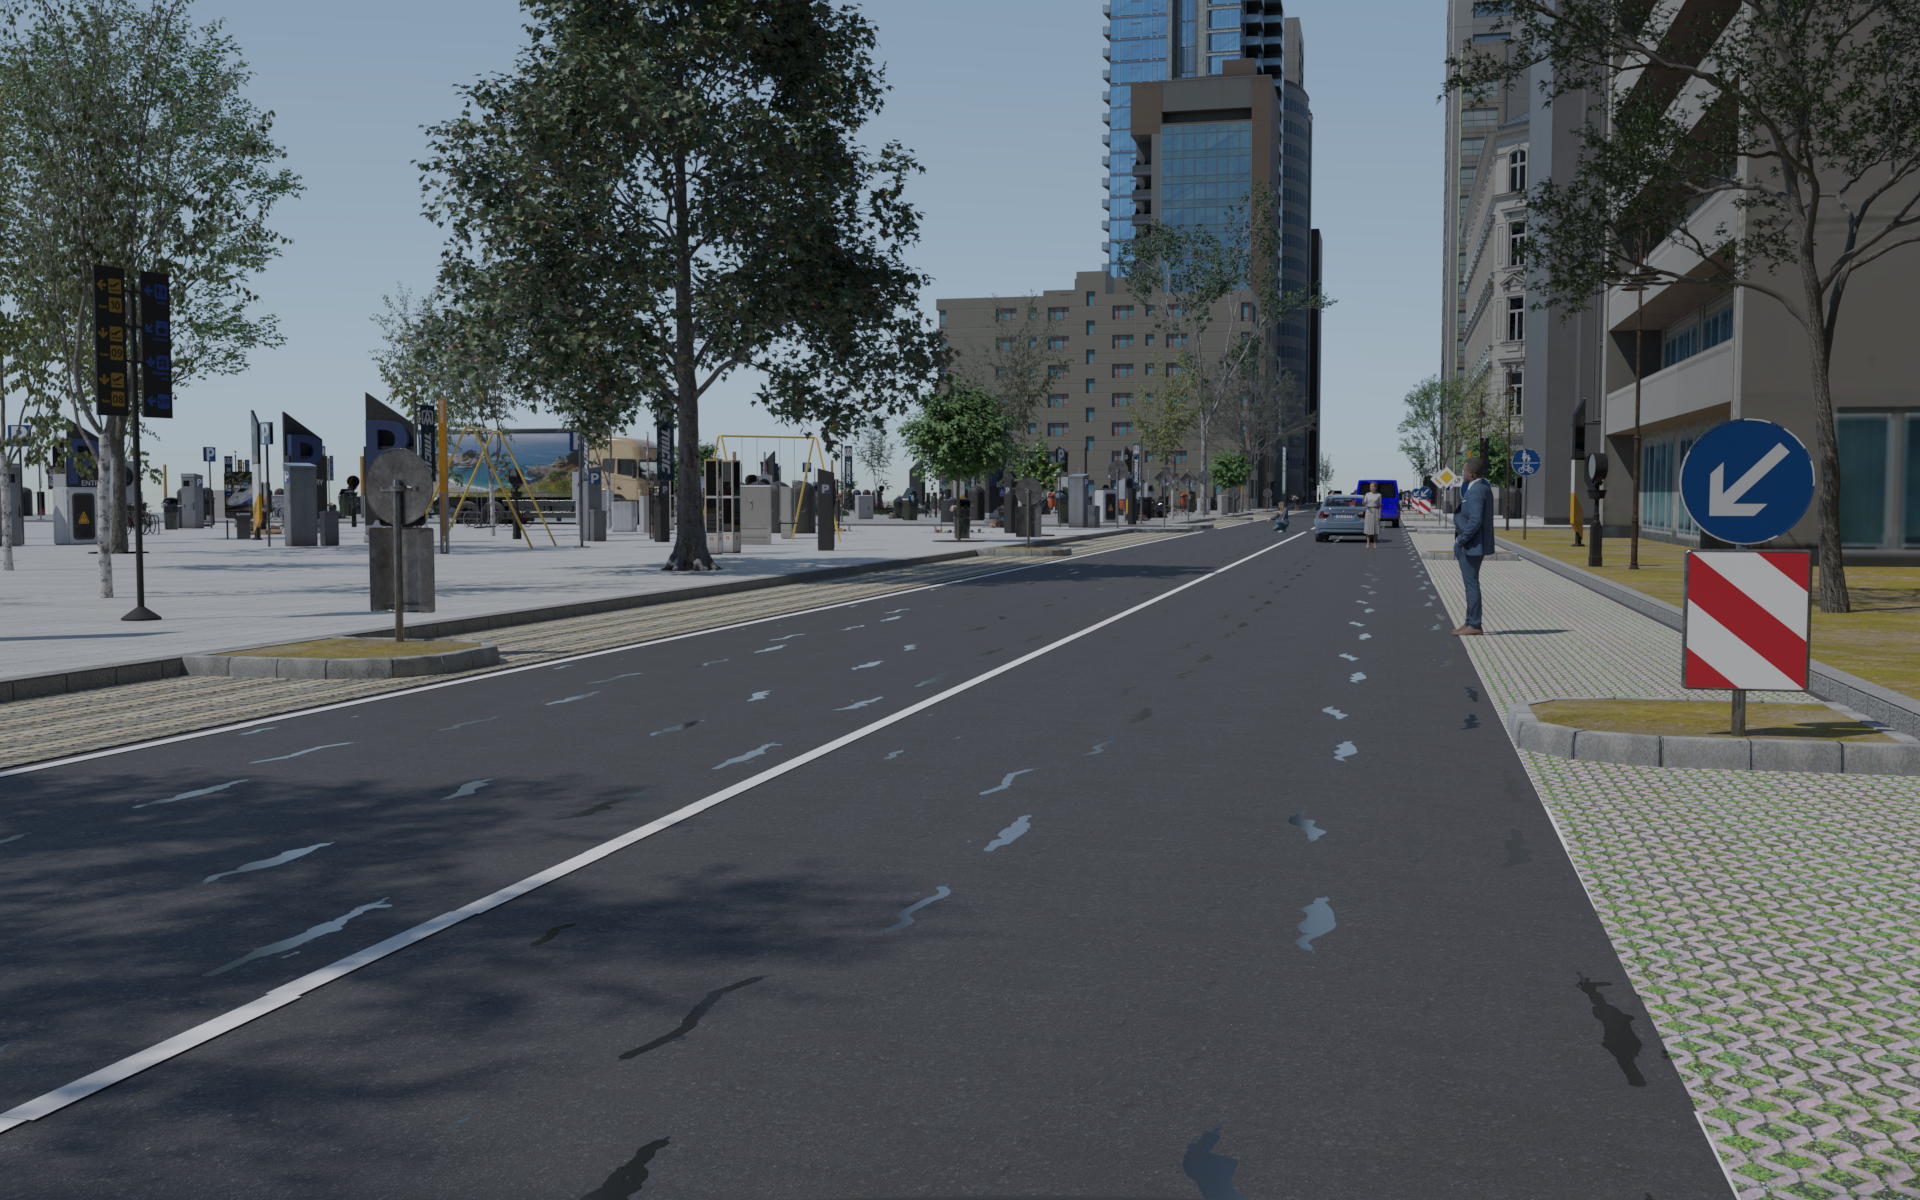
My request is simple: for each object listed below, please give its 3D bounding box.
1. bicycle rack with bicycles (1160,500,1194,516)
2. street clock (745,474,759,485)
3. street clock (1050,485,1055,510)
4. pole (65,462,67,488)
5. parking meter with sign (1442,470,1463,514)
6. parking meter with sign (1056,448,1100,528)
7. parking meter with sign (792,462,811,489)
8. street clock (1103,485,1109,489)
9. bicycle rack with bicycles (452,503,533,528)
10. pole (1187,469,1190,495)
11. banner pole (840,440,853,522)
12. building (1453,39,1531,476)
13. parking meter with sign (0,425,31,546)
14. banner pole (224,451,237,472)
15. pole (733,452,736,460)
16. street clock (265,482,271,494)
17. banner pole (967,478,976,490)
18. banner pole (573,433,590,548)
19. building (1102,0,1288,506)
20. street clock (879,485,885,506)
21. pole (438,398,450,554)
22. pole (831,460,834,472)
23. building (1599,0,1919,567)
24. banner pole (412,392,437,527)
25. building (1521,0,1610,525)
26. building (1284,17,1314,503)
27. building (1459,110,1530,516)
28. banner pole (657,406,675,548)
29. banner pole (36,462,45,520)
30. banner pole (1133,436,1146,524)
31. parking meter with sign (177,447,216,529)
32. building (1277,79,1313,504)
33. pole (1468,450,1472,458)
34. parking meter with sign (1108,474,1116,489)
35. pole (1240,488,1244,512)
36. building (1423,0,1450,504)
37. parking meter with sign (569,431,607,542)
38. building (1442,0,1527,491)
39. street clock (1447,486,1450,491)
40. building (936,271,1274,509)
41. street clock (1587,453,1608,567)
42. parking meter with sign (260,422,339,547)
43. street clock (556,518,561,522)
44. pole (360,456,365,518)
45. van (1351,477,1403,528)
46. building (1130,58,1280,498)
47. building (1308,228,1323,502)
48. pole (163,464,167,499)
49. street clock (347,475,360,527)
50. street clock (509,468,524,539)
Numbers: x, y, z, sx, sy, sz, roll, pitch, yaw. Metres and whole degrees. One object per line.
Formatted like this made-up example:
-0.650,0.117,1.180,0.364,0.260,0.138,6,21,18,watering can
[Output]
12.250,-5.456,102.580,2.925,0.926,2.852,1,4,16,bicycle rack with bicycles
-7.697,-3.640,64.092,0.471,2.002,0.358,-3,4,-36,street clock
7.388,-8.255,139.540,0.471,2.002,0.358,-1,4,-19,street clock
-56.893,-7.119,110.234,0.158,3.312,0.155,0,3,0,pole
32.520,-7.188,113.780,1.738,3.016,0.543,-2,4,-26,parking meter with sign
4.513,-4.257,65.862,1.738,3.016,0.543,2,4,35,parking meter with sign
-8.930,-6.087,95.782,0.543,3.016,1.738,-3,5,-39,parking meter with sign
11.111,-7.787,131.887,0.471,2.002,0.358,1,4,13,street clock
-18.223,-3.256,66.612,2.925,0.926,2.852,3,5,39,bicycle rack with bicycles
18.509,-8.966,140.430,0.158,3.312,0.155,0,3,0,pole
-5.196,-5.427,78.752,0.863,3.779,0.401,3,4,36,banner pole
52.803,-29.076,158.981,14.154,41.232,14.086,1,4,14,building
-23.651,-2.849,42.846,0.543,3.016,1.738,0,4,-1,parking meter with sign
-42.015,-6.724,99.953,0.863,3.779,0.401,-2,4,-35,banner pole
-10.831,-5.468,83.248,0.158,3.312,0.155,0,3,0,pole
-41.136,-6.018,102.957,0.358,2.002,0.471,-2,4,-29,street clock
0.787,-8.356,126.640,0.863,3.779,0.401,0,4,7,banner pole
-8.960,-3.135,41.274,0.401,3.779,0.863,-2,4,-31,banner pole
28.218,-54.582,205.086,22.319,86.520,31.000,1,4,14,building
-6.497,-8.505,143.632,0.471,2.002,0.358,1,4,13,street clock
-11.047,-2.643,37.049,0.158,3.312,0.155,0,3,0,pole
-7.643,-6.713,103.597,0.158,3.312,0.155,0,3,0,pole
26.770,-25.290,37.188,21.300,48.544,21.600,1,4,14,building
-13.200,-3.217,42.616,0.401,3.779,0.863,2,4,31,banner pole
36.903,-17.091,72.951,24.014,27.812,14.314,1,4,14,building
44.293,-50.699,267.182,20.563,71.187,20.611,1,4,14,building
43.865,-20.954,119.011,17.030,29.872,44.131,1,4,14,building
-6.763,-3.099,40.682,0.863,3.779,0.401,-3,4,-36,banner pole
-45.837,-5.892,86.346,0.401,3.779,0.863,-1,4,-18,banner pole
7.668,-5.166,74.476,0.401,3.779,0.863,-2,4,-31,banner pole
-28.501,-4.162,64.313,1.738,3.016,0.543,1,4,19,parking meter with sign
38.023,-42.933,243.955,21.231,58.520,28.212,1,4,14,building
23.719,-5.310,80.661,0.158,3.312,0.155,0,3,0,pole
11.877,-8.114,128.930,1.738,3.016,0.543,-2,4,-32,parking meter with sign
19.821,-7.820,121.696,0.158,3.312,0.155,0,3,0,pole
74.425,-48.795,236.051,20.563,71.187,20.611,1,4,14,building
-10.113,-3.124,47.334,0.543,3.016,1.738,-2,4,-31,parking meter with sign
60.977,-38.919,178.329,21.231,58.520,28.212,1,4,14,building
35.375,-7.398,125.534,0.358,2.002,0.471,0,4,-5,street clock
14.774,-19.524,164.259,27.650,21.520,28.899,1,4,14,building
11.222,-1.588,30.531,0.358,2.002,0.471,0,4,2,street clock
-16.180,-2.829,42.523,0.543,3.016,1.738,3,5,44,parking meter with sign
-18.761,-4.673,80.965,0.358,2.002,0.471,0,4,3,street clock
-32.064,-6.061,92.946,0.158,3.312,0.155,0,3,0,pole
18.123,-4.337,75.300,2.240,2.365,5.245,1,4,13,van
26.239,-32.628,183.572,14.600,45.320,14.200,1,4,14,building
51.944,-38.786,284.260,14.600,45.320,14.200,1,4,14,building
-54.627,-7.659,119.061,0.158,3.312,0.155,0,3,0,pole
-23.434,-3.814,66.934,0.471,2.002,0.358,-1,4,-23,street clock
-12.560,-2.721,49.057,0.358,2.002,0.471,-3,5,-43,street clock
